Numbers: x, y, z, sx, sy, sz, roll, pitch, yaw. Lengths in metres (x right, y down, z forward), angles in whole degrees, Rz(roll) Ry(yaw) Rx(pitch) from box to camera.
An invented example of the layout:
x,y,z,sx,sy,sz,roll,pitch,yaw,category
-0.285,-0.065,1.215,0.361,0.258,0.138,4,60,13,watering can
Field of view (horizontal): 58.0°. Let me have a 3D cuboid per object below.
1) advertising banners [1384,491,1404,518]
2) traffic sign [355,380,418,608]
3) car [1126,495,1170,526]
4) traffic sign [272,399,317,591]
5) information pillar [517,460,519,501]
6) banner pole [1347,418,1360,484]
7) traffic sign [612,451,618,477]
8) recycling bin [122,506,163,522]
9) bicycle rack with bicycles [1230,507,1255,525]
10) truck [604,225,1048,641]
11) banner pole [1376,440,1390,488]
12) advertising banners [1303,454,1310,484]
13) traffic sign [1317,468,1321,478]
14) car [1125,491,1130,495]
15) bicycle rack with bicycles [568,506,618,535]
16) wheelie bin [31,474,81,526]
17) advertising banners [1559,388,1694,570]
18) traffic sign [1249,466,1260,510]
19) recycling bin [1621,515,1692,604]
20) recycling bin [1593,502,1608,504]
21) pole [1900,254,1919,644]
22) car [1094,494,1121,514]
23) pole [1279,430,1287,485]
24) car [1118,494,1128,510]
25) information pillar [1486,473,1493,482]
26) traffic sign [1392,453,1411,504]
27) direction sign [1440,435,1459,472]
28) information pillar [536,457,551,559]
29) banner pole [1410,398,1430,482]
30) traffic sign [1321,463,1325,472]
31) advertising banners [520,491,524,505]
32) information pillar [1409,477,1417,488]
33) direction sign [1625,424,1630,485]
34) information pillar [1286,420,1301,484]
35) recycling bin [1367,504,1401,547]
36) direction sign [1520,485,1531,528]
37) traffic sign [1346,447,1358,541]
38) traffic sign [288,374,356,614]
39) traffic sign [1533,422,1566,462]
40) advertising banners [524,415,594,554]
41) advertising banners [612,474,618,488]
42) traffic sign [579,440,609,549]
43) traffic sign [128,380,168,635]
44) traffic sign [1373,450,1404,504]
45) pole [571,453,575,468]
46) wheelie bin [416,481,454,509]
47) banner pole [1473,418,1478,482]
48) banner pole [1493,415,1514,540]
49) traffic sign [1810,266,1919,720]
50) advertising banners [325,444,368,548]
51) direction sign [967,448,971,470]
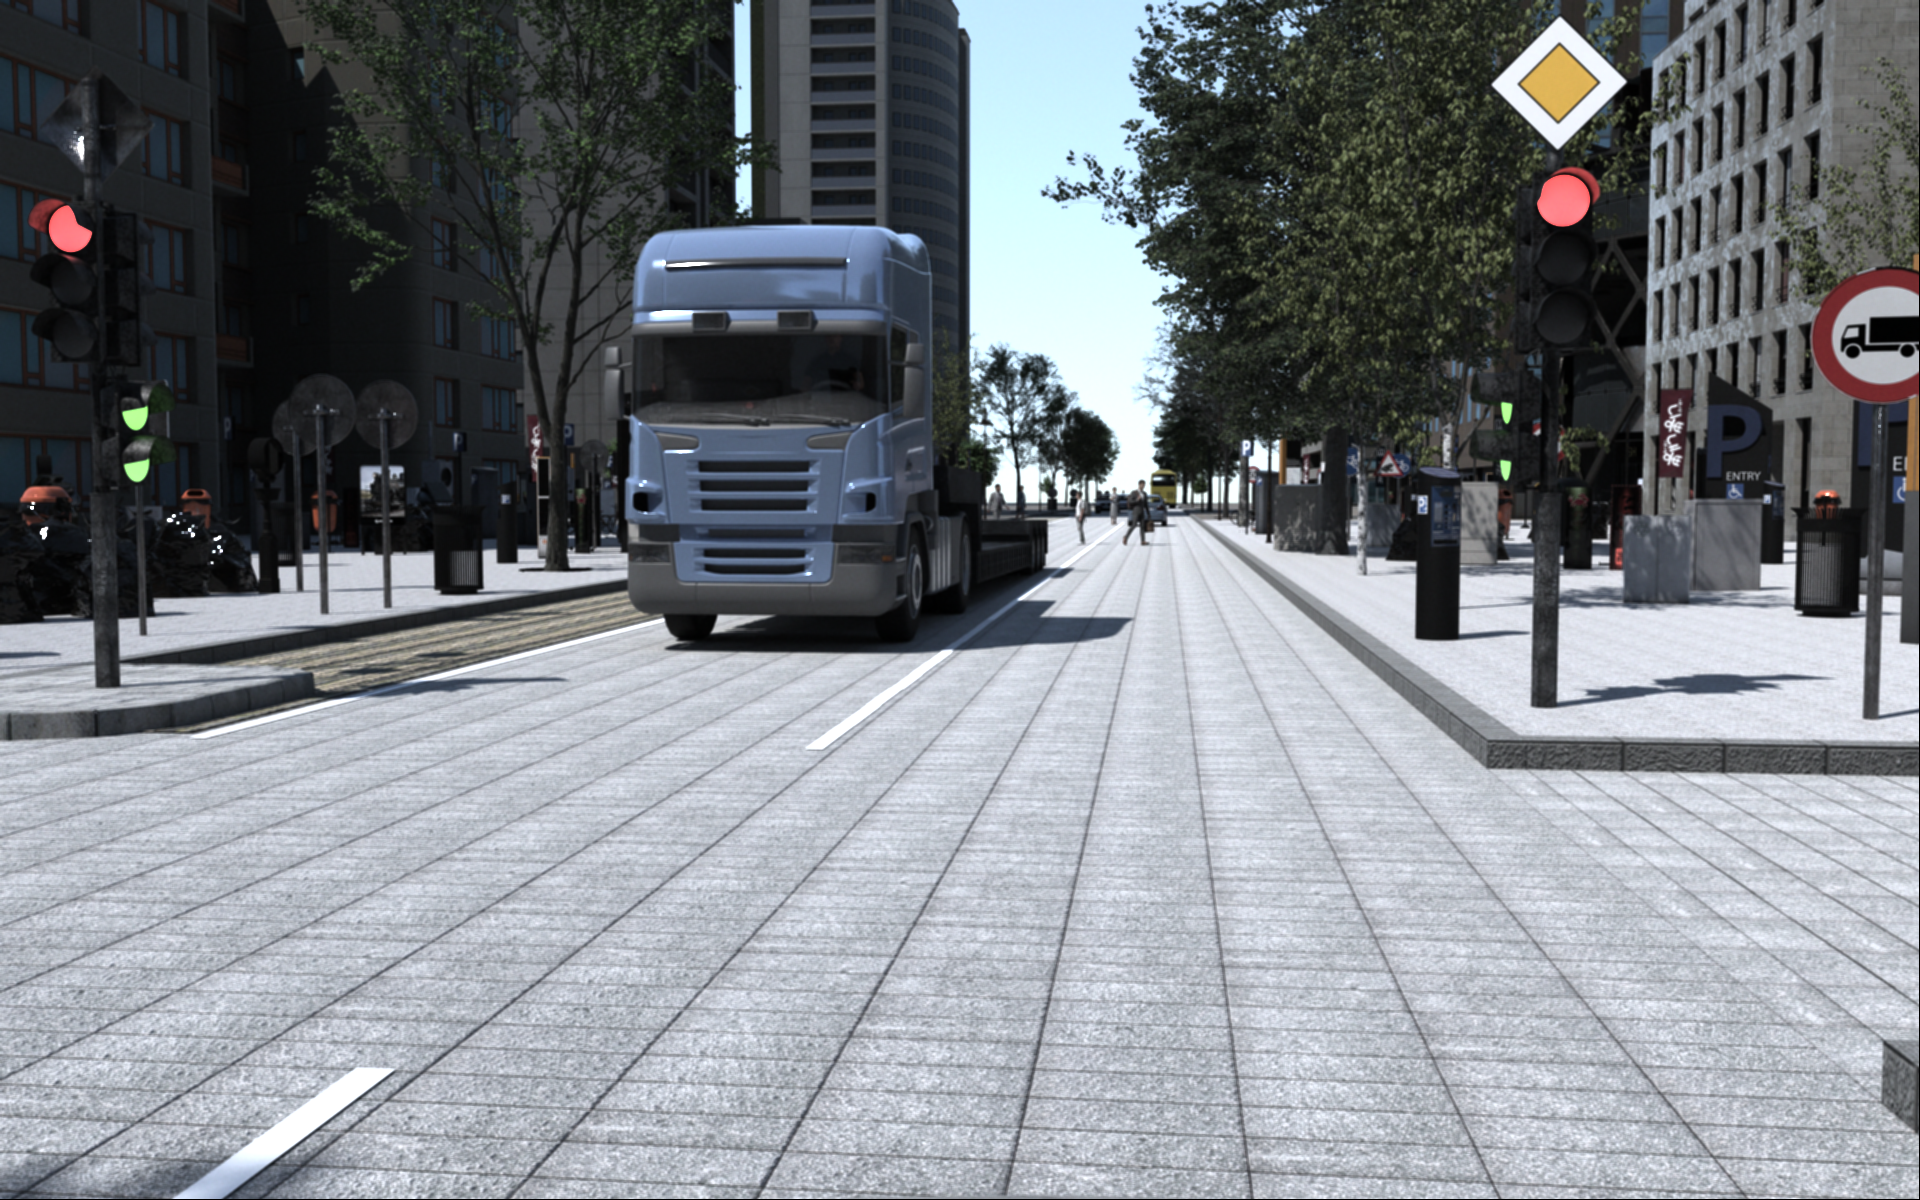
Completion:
x,y,z,sx,sy,sz,roll,pitch,yaw,category
21.257,-5.282,82.542,2.074,3.025,0.090,1,4,23,advertising banners
-6.437,-1.180,19.406,0.768,2.556,0.104,1,4,9,traffic sign
8.481,-4.050,78.214,2.014,1.417,4.499,0,4,7,car
-8.718,-1.388,22.801,0.768,2.556,0.104,1,4,12,traffic sign
-19.245,-5.105,74.829,0.183,3.616,0.504,1,4,17,information pillar
11.330,-3.692,50.385,0.863,3.779,0.401,-1,4,-12,banner pole
-7.996,-2.396,41.298,0.606,2.300,0.079,1,4,9,traffic sign
-17.299,-1.469,36.574,0.722,1.027,0.722,-3,4,-38,recycling bin
12.556,-3.572,71.778,2.925,0.926,2.852,2,4,31,bicycle rack with bicycles
-0.724,-2.088,23.892,2.967,4.110,18.799,0,4,7,truck
19.452,-5.477,79.569,0.863,3.779,0.401,-1,4,-18,banner pole
14.835,-4.912,76.492,0.090,3.025,2.074,-2,4,-24,advertising banners
16.889,-4.893,80.110,0.768,2.556,0.104,1,4,15,traffic sign
15.207,-9.166,159.650,2.009,1.686,4.222,0,4,7,car
-11.663,-2.490,54.102,2.925,0.926,2.852,3,5,41,bicycle rack with bicycles
-14.686,-1.232,28.047,0.693,1.594,0.980,0,4,4,wheelie bin
11.168,-2.013,29.094,2.074,3.025,0.090,2,4,26,advertising banners
13.379,-4.834,79.145,0.768,2.556,0.104,1,4,15,traffic sign
8.286,-0.494,20.629,0.722,1.027,0.722,1,4,19,recycling bin
19.541,-2.508,53.559,0.722,1.027,0.722,0,4,-5,recycling bin
8.203,-1.281,14.789,0.158,3.312,0.155,0,3,0,pole
10.912,-7.229,127.980,2.009,1.686,4.222,0,4,8,car
9.270,-3.420,49.765,0.158,3.312,0.155,0,3,0,pole
12.713,-7.554,135.517,2.014,1.417,4.499,0,4,7,car
18.609,-3.445,60.815,0.304,2.012,0.304,1,4,16,information pillar
13.669,-3.297,54.020,0.768,2.556,0.104,1,4,10,traffic sign
18.721,-4.545,66.316,0.379,3.537,0.876,-2,4,-30,direction sign
-8.217,-1.835,34.488,0.304,2.012,0.304,1,4,12,information pillar
11.348,-3.217,42.613,0.863,3.779,0.401,-3,4,-36,banner pole
11.911,-3.281,55.775,0.606,2.300,0.079,1,4,9,traffic sign
-21.977,-5.437,85.084,2.074,3.025,0.090,0,4,-8,advertising banners
19.363,-4.256,74.075,0.304,2.012,0.304,0,4,1,information pillar
21.817,-3.955,56.664,0.379,3.537,0.876,2,4,25,direction sign
10.335,-3.820,53.816,0.504,3.616,0.183,1,4,23,information pillar
10.357,-1.831,42.484,0.722,1.027,0.722,0,4,-3,recycling bin
21.311,-4.476,65.182,0.379,3.537,0.876,-2,4,-34,direction sign
10.566,-2.870,47.027,0.768,2.556,0.104,1,4,15,traffic sign
-6.797,-1.122,18.449,0.768,2.556,0.104,0,4,7,traffic sign
10.206,-1.841,30.203,0.768,2.556,0.104,1,4,14,traffic sign
-8.733,-2.542,37.748,2.074,3.025,0.090,3,4,37,advertising banners
-16.647,-5.127,80.012,2.074,3.025,0.090,-2,4,-24,advertising banners
-8.566,-2.471,40.512,0.768,2.556,0.104,1,4,16,traffic sign
-7.408,-0.827,15.649,0.606,2.300,0.079,1,4,16,traffic sign
12.605,-3.121,51.026,0.884,2.594,0.081,1,4,15,traffic sign
-19.234,-5.647,86.172,0.158,3.312,0.155,0,3,0,pole
-13.032,-2.139,42.889,0.693,1.594,0.980,2,4,29,wheelie bin
16.968,-4.103,57.107,0.401,3.779,0.863,1,4,17,banner pole
15.115,-3.561,48.238,0.863,3.779,0.401,-2,4,-33,banner pole
5.196,-0.593,9.804,0.768,2.556,0.104,1,4,16,traffic sign
-14.537,-2.762,41.354,2.074,3.025,0.090,2,4,27,advertising banners
0.429,-5.758,86.139,0.379,3.537,0.876,-1,4,-10,direction sign
